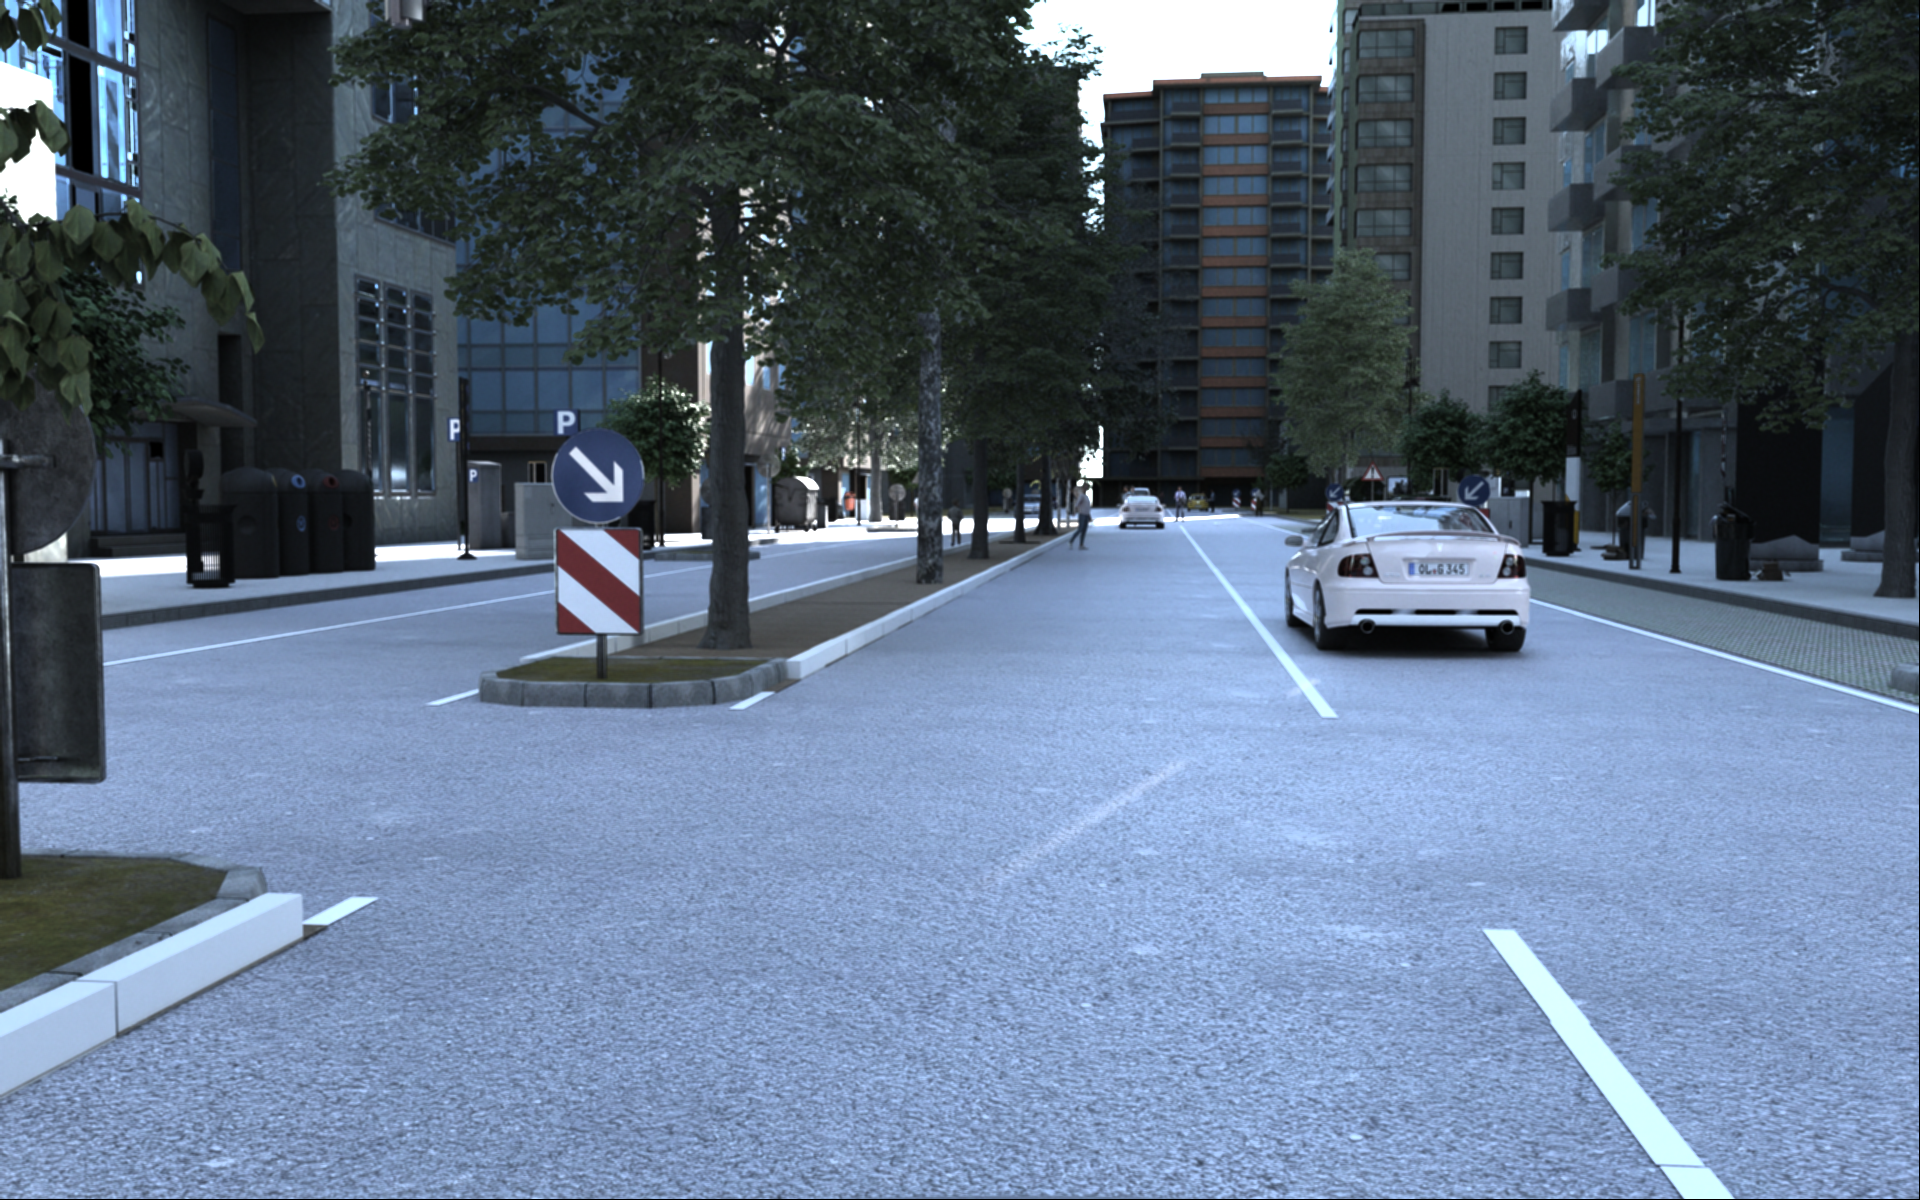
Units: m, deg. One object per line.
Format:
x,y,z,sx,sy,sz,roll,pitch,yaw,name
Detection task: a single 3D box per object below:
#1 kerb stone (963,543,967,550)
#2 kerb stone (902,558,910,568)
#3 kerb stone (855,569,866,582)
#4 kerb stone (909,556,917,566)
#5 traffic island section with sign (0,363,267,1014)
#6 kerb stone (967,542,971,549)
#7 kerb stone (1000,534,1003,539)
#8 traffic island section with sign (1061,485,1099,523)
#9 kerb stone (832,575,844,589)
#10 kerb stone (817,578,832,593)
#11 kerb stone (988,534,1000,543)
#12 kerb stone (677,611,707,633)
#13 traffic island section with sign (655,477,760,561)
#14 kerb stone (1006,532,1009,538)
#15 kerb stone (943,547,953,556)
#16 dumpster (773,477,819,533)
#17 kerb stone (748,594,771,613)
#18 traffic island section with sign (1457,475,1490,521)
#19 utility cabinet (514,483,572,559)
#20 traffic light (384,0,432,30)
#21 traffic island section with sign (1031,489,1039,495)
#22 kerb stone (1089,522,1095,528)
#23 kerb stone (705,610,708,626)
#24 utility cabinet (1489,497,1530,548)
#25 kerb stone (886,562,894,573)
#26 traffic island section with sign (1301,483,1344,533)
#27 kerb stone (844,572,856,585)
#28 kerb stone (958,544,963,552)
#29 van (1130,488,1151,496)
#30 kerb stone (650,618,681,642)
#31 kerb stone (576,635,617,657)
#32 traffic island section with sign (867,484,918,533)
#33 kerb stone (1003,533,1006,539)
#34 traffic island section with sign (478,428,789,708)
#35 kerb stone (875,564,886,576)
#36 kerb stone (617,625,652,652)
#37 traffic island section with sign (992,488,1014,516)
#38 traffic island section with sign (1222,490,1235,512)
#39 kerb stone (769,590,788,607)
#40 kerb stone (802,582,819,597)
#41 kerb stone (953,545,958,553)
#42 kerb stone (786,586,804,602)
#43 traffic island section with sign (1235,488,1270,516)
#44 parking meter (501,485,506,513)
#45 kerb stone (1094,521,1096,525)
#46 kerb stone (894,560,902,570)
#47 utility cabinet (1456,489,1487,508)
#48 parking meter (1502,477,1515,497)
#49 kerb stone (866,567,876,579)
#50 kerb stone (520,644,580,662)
0.004,-1.308,43.587,0.120,0.150,1.000,0,4,6,kerb stone
-1.136,-0.686,33.417,0.120,0.150,1.000,0,4,6,kerb stone
-1.715,-0.374,28.315,0.120,0.150,1.000,0,4,6,kerb stone
-1.026,-0.747,34.434,0.120,0.150,1.000,0,4,6,kerb stone
-3.255,0.180,5.196,2.006,1.907,1.989,0,4,6,traffic island section with sign
0.114,-1.371,44.604,0.120,0.150,1.000,0,4,6,kerb stone
1.154,-1.933,53.793,0.120,0.150,1.000,0,4,6,kerb stone
5.992,-4.837,87.224,2.006,1.907,1.989,0,4,6,traffic island section with sign
-1.949,-0.250,26.277,0.120,0.150,1.000,0,4,6,kerb stone
-2.059,-0.187,25.260,0.120,0.150,1.000,0,4,6,kerb stone
1.040,-1.870,52.777,0.120,0.150,1.000,0,4,6,kerb stone
-2.862,0.248,18.134,0.120,0.150,1.000,0,4,6,kerb stone
-5.470,-1.797,38.003,1.989,1.847,2.006,0,4,6,traffic island section with sign
1.386,-2.050,55.836,0.120,0.150,1.000,0,4,6,kerb stone
-0.341,-1.120,40.540,0.120,0.150,1.000,0,4,6,kerb stone
-5.522,-3.206,58.183,1.264,1.857,1.865,0,4,6,dumpster
-2.520,0.063,21.197,0.120,0.150,1.000,0,4,6,kerb stone
10.520,-1.693,36.312,1.989,1.847,2.006,0,4,6,traffic island section with sign
-8.179,-1.553,34.067,0.318,1.500,1.173,3,4,37,utility cabinet
-6.425,-2.360,13.253,4.771,5.953,1.251,0,4,6,traffic light
6.199,-8.124,141.461,1.989,1.847,2.006,0,4,6,traffic island section with sign
5.645,-3.224,74.900,0.120,0.150,1.000,0,4,6,kerb stone
-2.744,0.186,19.152,0.120,0.150,1.000,0,4,6,kerb stone
13.208,-1.868,41.706,0.306,1.237,1.020,-2,4,-29,utility cabinet
-1.368,-0.561,31.369,0.120,0.150,1.000,0,4,6,kerb stone
13.607,-3.372,63.759,1.989,1.847,2.006,0,4,6,traffic island section with sign
-1.828,-0.312,27.294,0.120,0.150,1.000,0,4,6,kerb stone
-0.108,-1.244,42.571,0.120,0.150,1.000,0,4,6,kerb stone
12.360,-6.853,119.061,2.013,2.044,4.112,0,4,6,van
-2.979,0.311,17.118,0.120,0.150,1.000,0,4,6,kerb stone
-3.216,0.437,15.066,0.120,0.150,1.000,0,4,6,kerb stone
-2.381,-3.470,65.357,1.989,1.847,2.006,0,4,6,traffic island section with sign
1.274,-1.995,54.809,0.120,0.150,1.000,0,4,6,kerb stone
-2.415,-0.270,12.555,2.006,1.907,1.989,0,4,6,traffic island section with sign
-1.484,-0.496,30.347,0.120,0.150,1.000,0,4,6,kerb stone
-3.094,0.373,16.094,0.120,0.150,1.000,0,4,6,kerb stone
3.169,-6.486,114.676,1.989,1.847,2.006,0,4,6,traffic island section with sign
22.193,-8.029,139.899,1.989,1.847,2.006,0,4,6,traffic island section with sign
-2.408,-0.001,22.214,0.120,0.150,1.000,0,4,6,kerb stone
-2.168,-0.125,24.244,0.120,0.150,1.000,0,4,6,kerb stone
-0.223,-1.184,41.556,0.120,0.150,1.000,0,4,6,kerb stone
-2.286,-0.063,23.228,0.120,0.150,1.000,0,4,6,kerb stone
19.176,-6.391,113.113,1.989,1.847,2.006,0,4,6,traffic island section with sign
-12.813,-2.432,48.181,0.372,1.533,0.369,0,3,0,parking meter
5.758,-3.286,75.916,0.120,0.150,1.000,0,4,6,kerb stone
-1.263,-0.620,32.398,0.120,0.150,1.000,0,4,6,kerb stone
20.661,-3.746,69.932,1.173,1.500,0.318,3,4,37,utility cabinet
19.017,-3.326,60.097,0.255,1.863,0.399,-3,4,-38,parking meter
-1.601,-0.436,29.331,0.120,0.150,1.000,0,4,6,kerb stone
-3.328,0.498,14.049,0.120,0.150,1.000,0,4,6,kerb stone
